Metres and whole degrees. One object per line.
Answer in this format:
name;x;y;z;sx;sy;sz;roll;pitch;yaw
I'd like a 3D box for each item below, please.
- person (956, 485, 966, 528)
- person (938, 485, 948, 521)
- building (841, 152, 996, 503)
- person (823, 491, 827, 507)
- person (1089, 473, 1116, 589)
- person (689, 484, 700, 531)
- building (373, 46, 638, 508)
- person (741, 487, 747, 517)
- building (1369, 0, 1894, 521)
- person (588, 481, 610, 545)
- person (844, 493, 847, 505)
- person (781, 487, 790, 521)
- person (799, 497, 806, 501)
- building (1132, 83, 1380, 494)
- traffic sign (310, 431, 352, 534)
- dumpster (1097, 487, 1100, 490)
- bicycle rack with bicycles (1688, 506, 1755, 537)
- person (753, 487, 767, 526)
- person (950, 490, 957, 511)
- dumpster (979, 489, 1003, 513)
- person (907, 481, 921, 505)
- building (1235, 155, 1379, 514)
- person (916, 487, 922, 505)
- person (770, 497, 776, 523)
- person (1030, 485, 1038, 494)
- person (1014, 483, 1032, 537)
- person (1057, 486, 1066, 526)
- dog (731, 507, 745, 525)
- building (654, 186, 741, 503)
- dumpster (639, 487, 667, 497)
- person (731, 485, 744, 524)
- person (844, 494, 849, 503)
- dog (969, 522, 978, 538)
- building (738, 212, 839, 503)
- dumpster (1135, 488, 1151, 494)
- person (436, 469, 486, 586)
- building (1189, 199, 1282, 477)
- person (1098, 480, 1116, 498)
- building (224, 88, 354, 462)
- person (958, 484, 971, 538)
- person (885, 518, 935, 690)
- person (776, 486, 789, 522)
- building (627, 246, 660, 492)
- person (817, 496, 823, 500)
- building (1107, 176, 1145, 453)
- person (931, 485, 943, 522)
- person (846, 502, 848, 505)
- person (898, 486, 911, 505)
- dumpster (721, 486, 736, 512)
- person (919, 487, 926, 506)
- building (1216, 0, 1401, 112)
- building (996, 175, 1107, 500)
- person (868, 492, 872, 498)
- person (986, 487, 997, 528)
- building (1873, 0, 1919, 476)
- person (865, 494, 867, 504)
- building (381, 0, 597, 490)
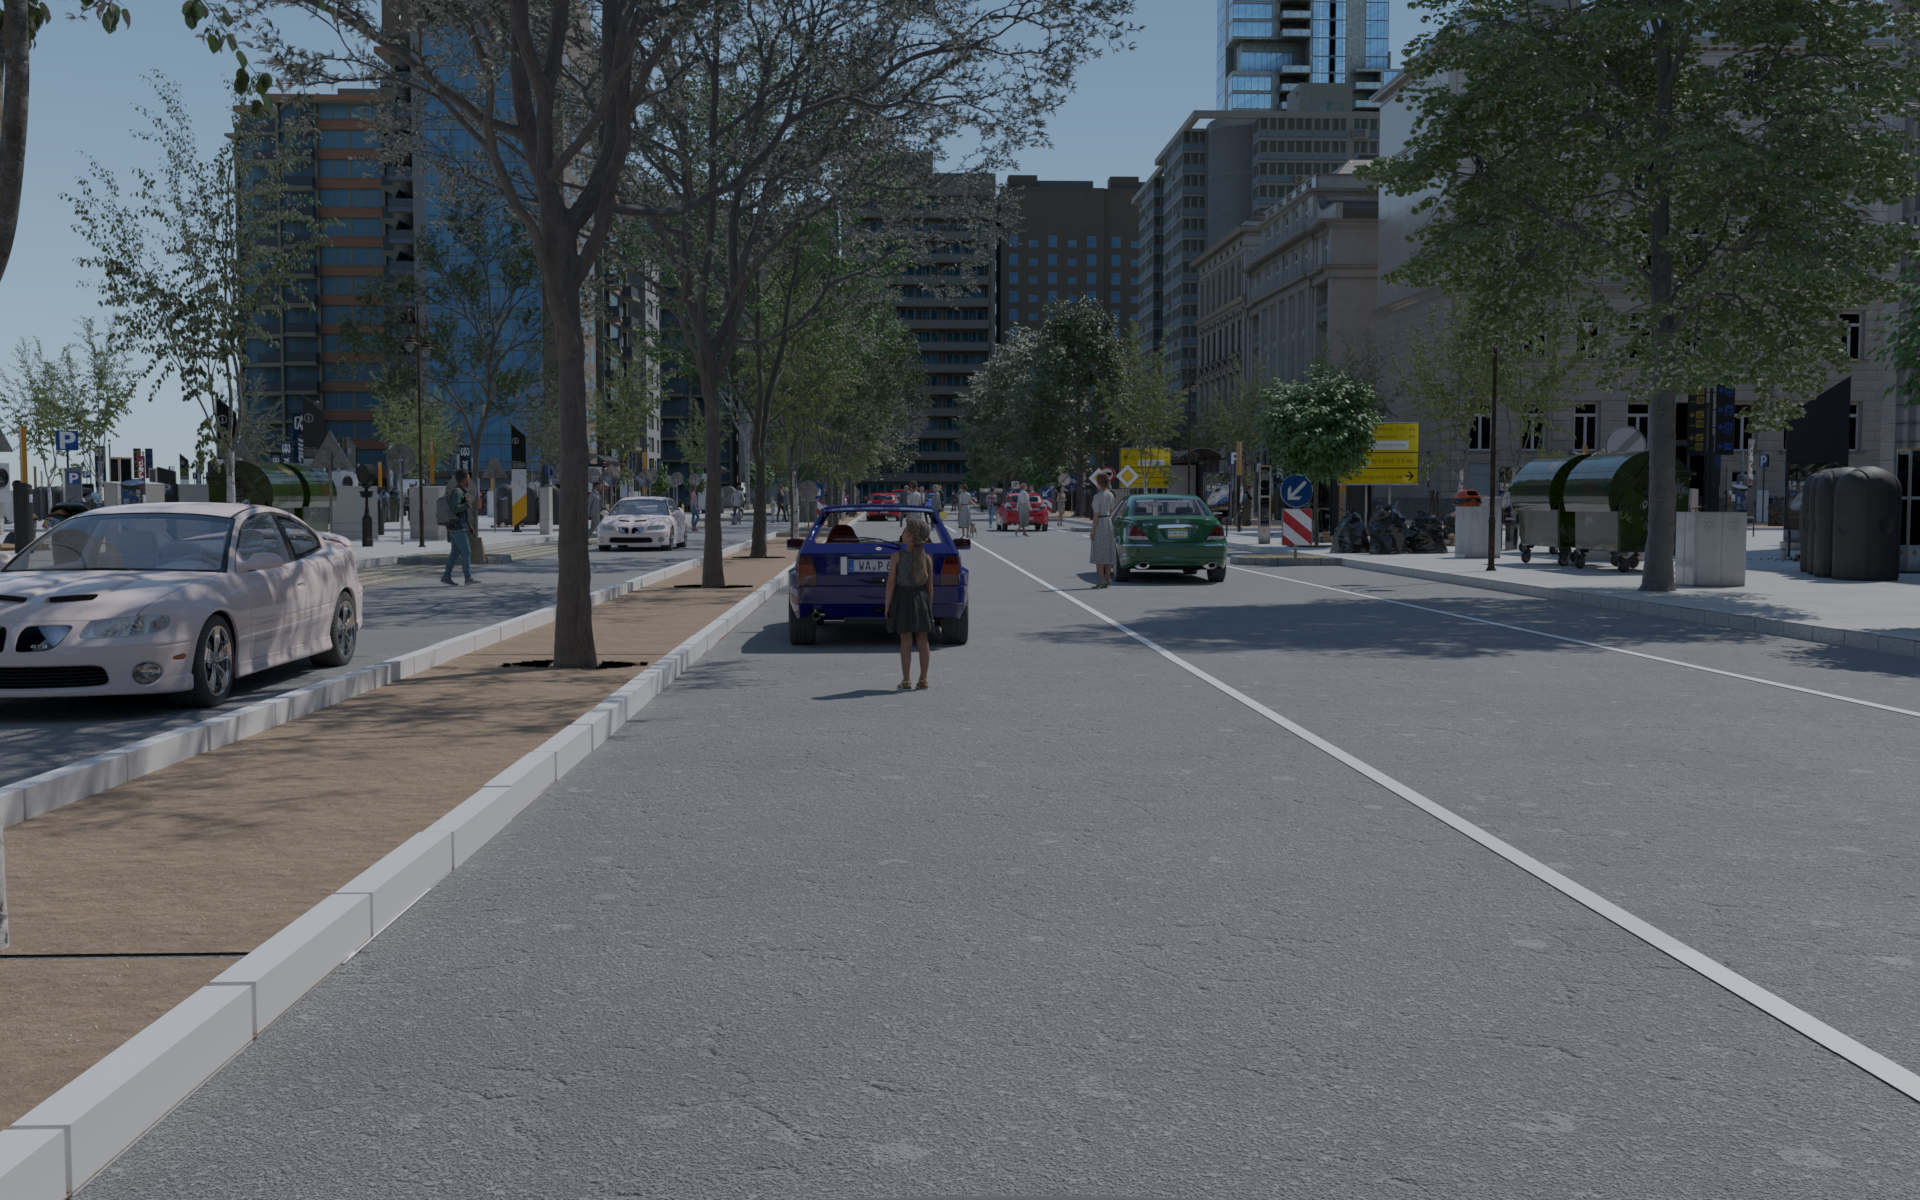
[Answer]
person;0.094;-3.903;72.493;0.473;1.802;0.592;2;4;33
person;-0.843;-3.747;69.988;0.699;1.804;1.509;0;4;-1
building;-6.042;-38.180;247.939;21.600;48.544;21.300;0;4;-2
person;-14.769;-11.202;192.472;1.217;1.723;0.721;2;4;27
person;2.114;-1.058;26.371;0.524;1.755;0.480;3;5;42
person;-10.224;-3.559;66.704;0.388;1.821;0.555;-2;4;-31
building;-43.236;-31.398;167.979;22.147;44.769;28.867;0;4;-2
person;-13.325;-5.953;105.606;0.659;1.850;0.755;0;4;-2
building;34.660;-17.752;87.505;25.104;27.353;12.463;0;4;-2
person;-10.110;-2.402;48.054;0.850;1.792;0.678;1;4;9
person;-10.650;-9.138;157.845;1.348;1.831;0.705;-1;4;-17
person;-9.167;-5.013;90.641;0.526;1.800;0.537;-1;4;-13
person;-9.409;-5.790;104.174;0.522;1.701;0.512;1;4;13
building;32.827;-29.127;168.107;32.217;40.220;23.993;0;4;-2
traffic sign;-12.928;-2.176;35.582;0.884;2.594;0.081;0;4;5
dumpster;8.963;-6.616;113.935;1.264;1.857;1.865;0;4;-2
bicycle rack with bicycles;22.217;-2.322;51.352;2.852;0.926;2.925;3;4;37
person;-8.894;-4.177;76.978;0.592;1.802;0.473;-1;4;-15
person;-0.491;-8.157;142.673;0.445;1.727;0.742;2;4;26
dumpster;2.410;-7.752;134.955;1.865;1.857;1.264;0;4;-4
person;-1.183;-2.043;42.465;0.524;1.755;0.480;3;5;44
building;26.393;-16.403;109.983;13.314;21.916;24.055;0;4;-2
person;-1.790;-3.813;71.242;0.661;1.777;0.834;-3;4;-36
person;-9.291;-4.469;85.849;0.425;1.301;0.394;3;4;36
person;3.450;-4.518;82.149;0.659;1.850;0.755;2;4;26
person;2.091;-3.029;58.246;0.641;1.798;0.478;-1;4;-23
person;4.526;-4.170;77.015;0.599;1.781;0.374;-3;5;-44
dog;-10.402;-3.864;80.009;0.800;0.831;0.513;1;4;10
building;-45.879;-36.285;247.885;28.867;44.769;22.147;0;4;-2
dumpster;-18.927;-6.367;106.595;1.502;2.255;1.985;0;4;-2
person;-10.614;-4.541;82.598;0.661;1.843;0.795;1;4;14
person;-9.592;-8.343;148.137;0.991;1.433;0.599;-1;4;-19
dog;0.441;-2.314;57.120;0.406;0.507;0.540;-2;4;-25
building;-24.072;-34.304;244.457;14.086;41.232;14.154;0;4;-2
dumpster;9.191;-5.370;90.286;1.502;2.255;1.985;0;4;-2
person;-7.731;-1.124;26.865;0.713;1.824;0.794;0;4;1
building;24.583;-18.543;132.054;11.050;23.489;19.941;0;4;-2
person;4.694;-2.921;55.622;0.648;1.900;0.474;-3;5;-41
building;-62.910;-32.750;190.093;28.867;44.769;22.147;0;4;-2
person;0.124;-2.874;56.055;0.480;1.755;0.524;-2;4;-34
person;-0.372;0.028;12.708;0.362;1.253;0.373;-1;4;-16
person;-8.993;-4.860;87.733;0.755;1.850;0.659;2;4;33
building;-41.303;-25.896;195.096;14.107;30.474;14.160;0;4;-2
person;-10.844;-7.777;135.429;0.755;1.850;0.659;-2;4;-24
building;26.649;-36.512;247.081;14.200;45.320;14.600;0;4;-2
person;-0.914;-3.578;67.177;0.728;1.800;0.709;0;4;2
person;-8.518;-7.745;135.112;0.713;1.824;0.794;2;4;26
person;-2.389;-4.071;75.239;0.661;1.801;0.590;-1;4;-15
dumpster;-16.960;-7.377;126.368;1.264;1.857;1.865;0;4;-2
person;-1.737;-4.408;80.971;0.834;1.777;0.661;3;5;42
building;49.661;-57.360;250.503;31.000;86.520;22.319;0;4;-2
building;12.483;-36.444;245.967;14.200;45.320;14.600;0;4;-2
person;-10.201;-11.398;196.325;0.415;1.643;0.593;-2;4;-31
person;1.321;-3.901;73.121;0.563;1.720;0.643;3;5;44
building;30.158;-11.698;33.060;13.314;21.916;24.055;0;4;-2
person;-10.196;-10.776;187.953;0.557;1.426;1.065;1;4;9
building;-39.041;-30.345;146.253;14.600;45.320;14.200;0;4;-2
